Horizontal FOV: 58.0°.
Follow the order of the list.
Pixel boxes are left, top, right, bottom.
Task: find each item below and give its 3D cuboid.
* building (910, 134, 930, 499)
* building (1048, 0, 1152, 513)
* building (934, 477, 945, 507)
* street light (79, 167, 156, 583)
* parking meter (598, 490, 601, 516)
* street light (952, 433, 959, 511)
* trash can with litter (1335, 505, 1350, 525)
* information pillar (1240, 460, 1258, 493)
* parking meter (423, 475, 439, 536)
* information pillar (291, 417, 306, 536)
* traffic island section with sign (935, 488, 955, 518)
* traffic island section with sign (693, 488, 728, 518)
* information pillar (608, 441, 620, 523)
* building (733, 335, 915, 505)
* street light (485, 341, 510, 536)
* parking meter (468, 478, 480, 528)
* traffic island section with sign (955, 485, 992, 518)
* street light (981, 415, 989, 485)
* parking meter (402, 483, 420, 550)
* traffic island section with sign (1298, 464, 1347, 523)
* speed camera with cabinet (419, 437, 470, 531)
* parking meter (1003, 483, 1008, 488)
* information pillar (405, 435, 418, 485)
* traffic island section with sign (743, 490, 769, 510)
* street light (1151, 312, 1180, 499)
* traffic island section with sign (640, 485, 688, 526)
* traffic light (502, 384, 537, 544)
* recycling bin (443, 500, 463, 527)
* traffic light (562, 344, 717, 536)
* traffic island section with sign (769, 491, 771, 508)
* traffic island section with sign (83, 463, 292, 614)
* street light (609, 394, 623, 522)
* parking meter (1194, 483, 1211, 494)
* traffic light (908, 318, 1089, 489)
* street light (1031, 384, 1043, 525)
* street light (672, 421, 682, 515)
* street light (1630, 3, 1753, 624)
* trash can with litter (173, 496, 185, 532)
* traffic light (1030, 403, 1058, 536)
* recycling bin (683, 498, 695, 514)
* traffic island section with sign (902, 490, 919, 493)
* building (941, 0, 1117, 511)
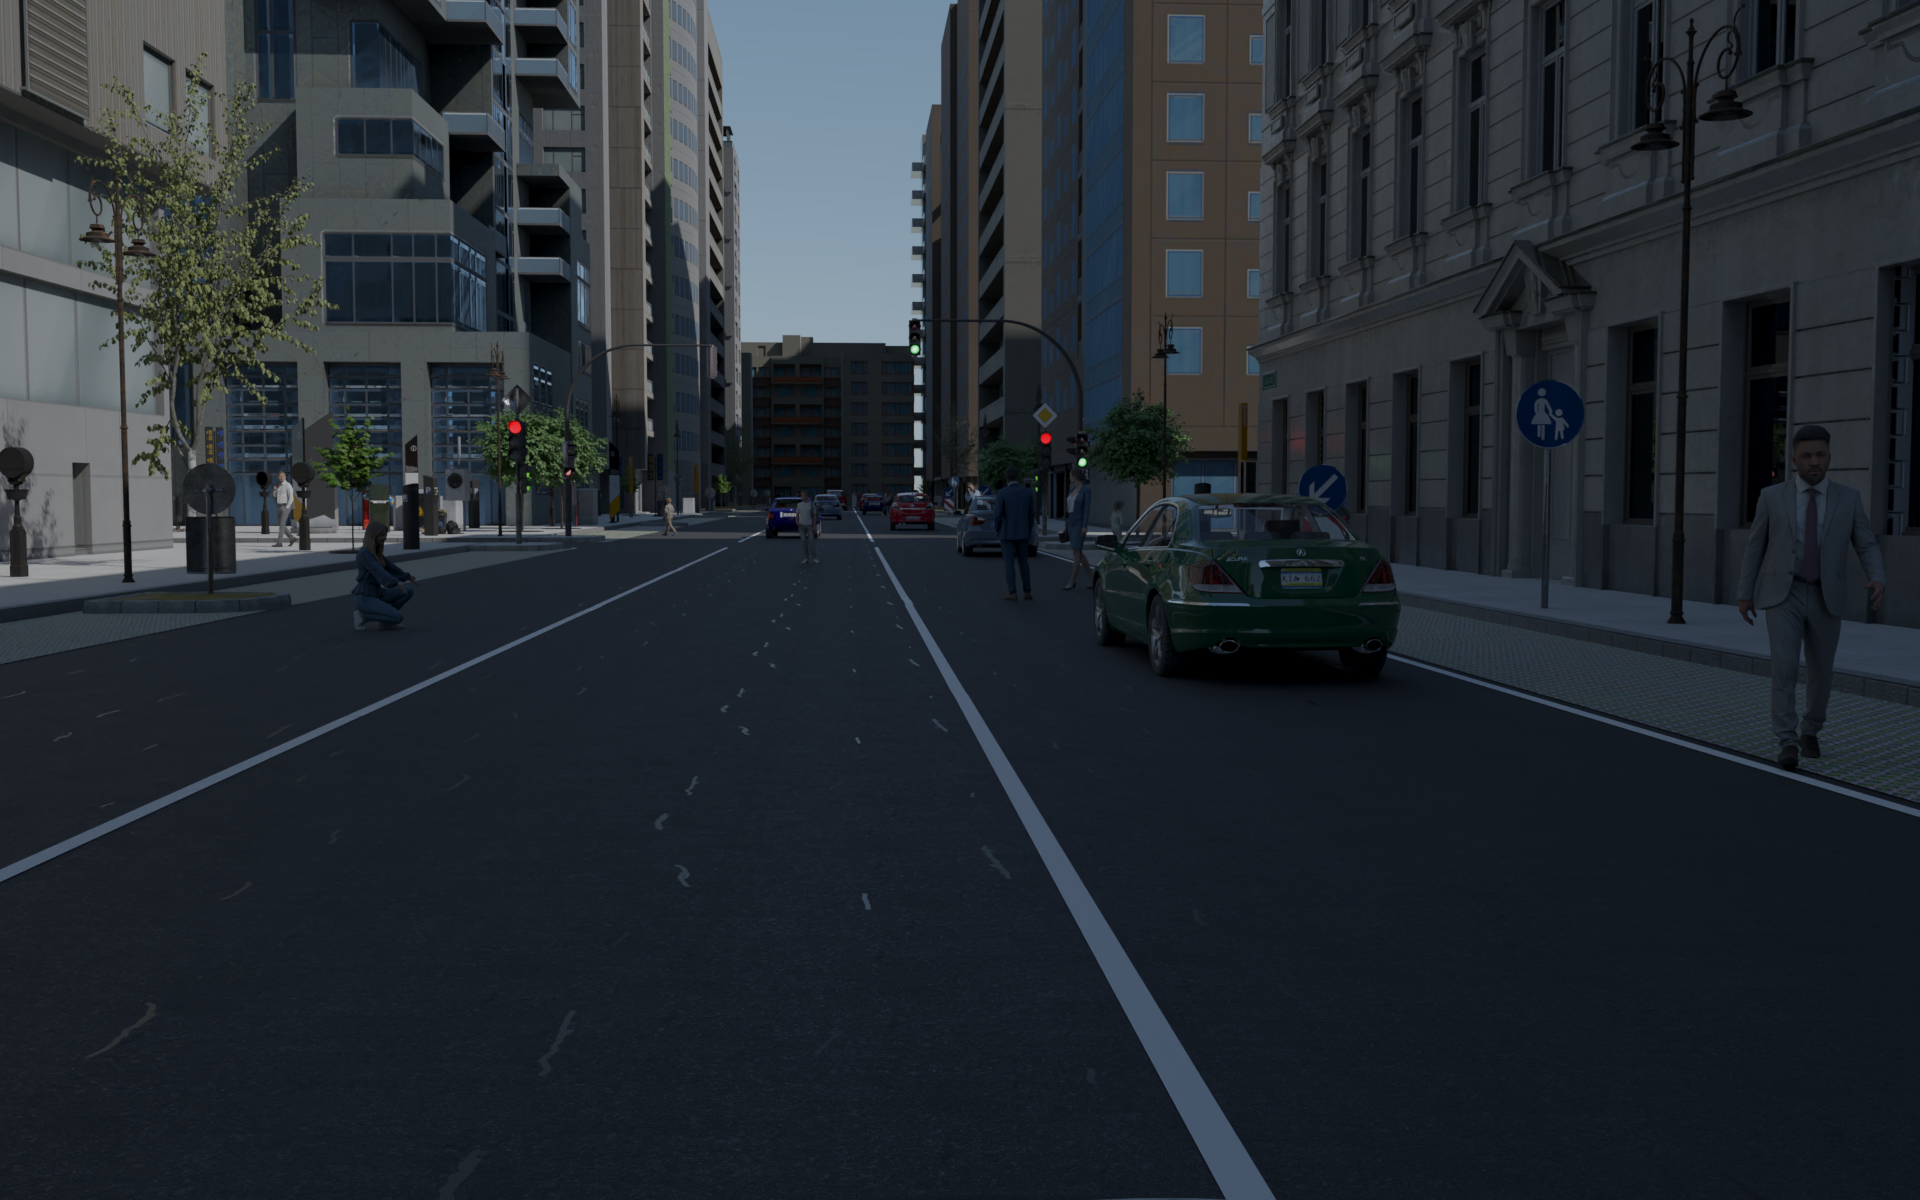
[{"bbox_3d":[8.842,-37.004,224.623,30.456,49.044,23.786,0,4,-4],"label":"building"},{"bbox_3d":[7.097,-30.164,143.294,14.600,45.320,14.200,0,4,-4],"label":"building"},{"bbox_3d":[13.743,-29.683,177.195,32.217,40.220,23.993,0,4,-4],"label":"building"},{"bbox_3d":[-12.064,-3.190,24.951,0.468,5.910,1.993,0,4,-4],"label":"street light"},{"bbox_3d":[-21.209,-5.692,101.468,0.372,1.533,0.369,0,3,0],"label":"parking meter"},{"bbox_3d":[-0.294,-9.498,128.079,0.468,5.910,1.993,0,4,-4],"label":"street light"},{"bbox_3d":[6.034,-0.988,27.546,0.624,1.170,1.055,0,4,-6],"label":"trash can with litter"},{"bbox_3d":[6.308,-2.043,37.891,0.304,2.012,0.304,-1,4,-10],"label":"information pillar"},{"bbox_3d":[-16.212,-2.898,53.092,0.399,1.863,0.255,1,4,14],"label":"parking meter"},{"bbox_3d":[-20.211,-3.770,52.990,0.504,3.616,0.183,2,4,27],"label":"information pillar"},{"bbox_3d":[-0.831,-5.941,105.759,1.989,1.847,2.006,0,4,-4],"label":"traffic island section with sign"},{"bbox_3d":[-14.993,-5.853,104.324,1.989,1.847,2.006,0,4,-4],"label":"traffic island section with sign"},{"bbox_3d":[-15.300,-5.213,76.590,0.504,3.616,0.183,-3,5,-42],"label":"information pillar"},{"bbox_3d":[-20.919,-23.285,225.749,28.899,21.520,27.650,0,4,-4],"label":"building"},{"bbox_3d":[-13.999,-4.879,52.566,0.468,5.910,1.993,0,4,-4],"label":"street light"},{"bbox_3d":[-18.168,-3.608,64.698,0.255,1.863,0.399,2,4,30],"label":"parking meter"},{"bbox_3d":[0.943,-4.296,78.862,1.989,1.847,2.006,0,4,-4],"label":"traffic island section with sign"},{"bbox_3d":[1.440,-7.773,99.878,0.468,5.910,1.993,0,4,-4],"label":"street light"},{"bbox_3d":[-12.710,-1.938,40.095,0.372,1.533,0.369,0,3,0],"label":"parking meter"},{"bbox_3d":[4.621,-0.914,23.571,1.989,1.847,2.006,0,4,-4],"label":"traffic island section with sign"},{"bbox_3d":[-17.983,-3.998,59.702,2.038,3.252,0.660,0,4,4],"label":"speed camera with cabinet"},{"bbox_3d":[2.329,-4.913,86.042,0.399,1.863,0.255,-1,4,-17],"label":"parking meter"},{"bbox_3d":[-21.421,-4.671,67.731,0.504,3.616,0.183,-1,4,-20],"label":"information pillar"},{"bbox_3d":[-18.300,-8.902,154.168,1.989,1.847,2.006,0,4,-4],"label":"traffic island section with sign"},{"bbox_3d":[5.232,-4.369,44.229,0.468,5.910,1.993,0,4,-4],"label":"street light"},{"bbox_3d":[-13.206,-4.208,77.428,1.989,1.847,2.006,0,4,-4],"label":"traffic island section with sign"},{"bbox_3d":[-11.310,-3.392,44.375,0.839,4.253,0.868,0,4,-4],"label":"traffic light"},{"bbox_3d":[-19.980,-3.397,68.089,0.722,1.027,0.722,0,4,6],"label":"recycling bin"},{"bbox_3d":[-9.757,-4.761,52.515,4.771,5.953,1.251,0,4,-4],"label":"traffic light"},{"bbox_3d":[-20.073,-10.547,181.065,1.989,1.847,2.006,0,4,-4],"label":"traffic island section with sign"},{"bbox_3d":[-9.513,-0.793,21.588,1.989,1.847,2.006,0,4,-4],"label":"traffic island section with sign"},{"bbox_3d":[-15.801,-6.546,79.808,0.468,5.910,1.993,0,4,-4],"label":"street light"},{"bbox_3d":[5.401,-1.845,38.571,0.372,1.533,0.369,0,3,0],"label":"parking meter"},{"bbox_3d":[1.037,-4.306,45.064,4.771,5.953,1.251,0,4,-4],"label":"traffic light"},{"bbox_3d":[3.301,-6.107,72.640,0.468,5.910,1.993,0,4,-4],"label":"street light"},{"bbox_3d":[-17.568,-8.250,107.674,0.468,5.910,1.993,0,4,-4],"label":"street light"},{"bbox_3d":[7.103,-2.704,16.991,0.468,5.910,1.993,0,4,-4],"label":"street light"},{"bbox_3d":[-26.755,-2.923,58.851,1.678,1.210,2.233,-1,4,-16],"label":"trash can with litter"},{"bbox_3d":[2.591,-3.938,53.311,0.839,4.253,0.868,0,4,-4],"label":"traffic light"},{"bbox_3d":[-17.442,-6.044,111.377,0.722,1.027,0.722,0,4,-4],"label":"recycling bin"},{"bbox_3d":[-4.114,-8.972,155.323,1.989,1.847,2.006,0,4,-4],"label":"traffic island section with sign"},{"bbox_3d":[5.565,-31.027,157.397,14.600,45.320,14.200,0,4,-4],"label":"building"}]
